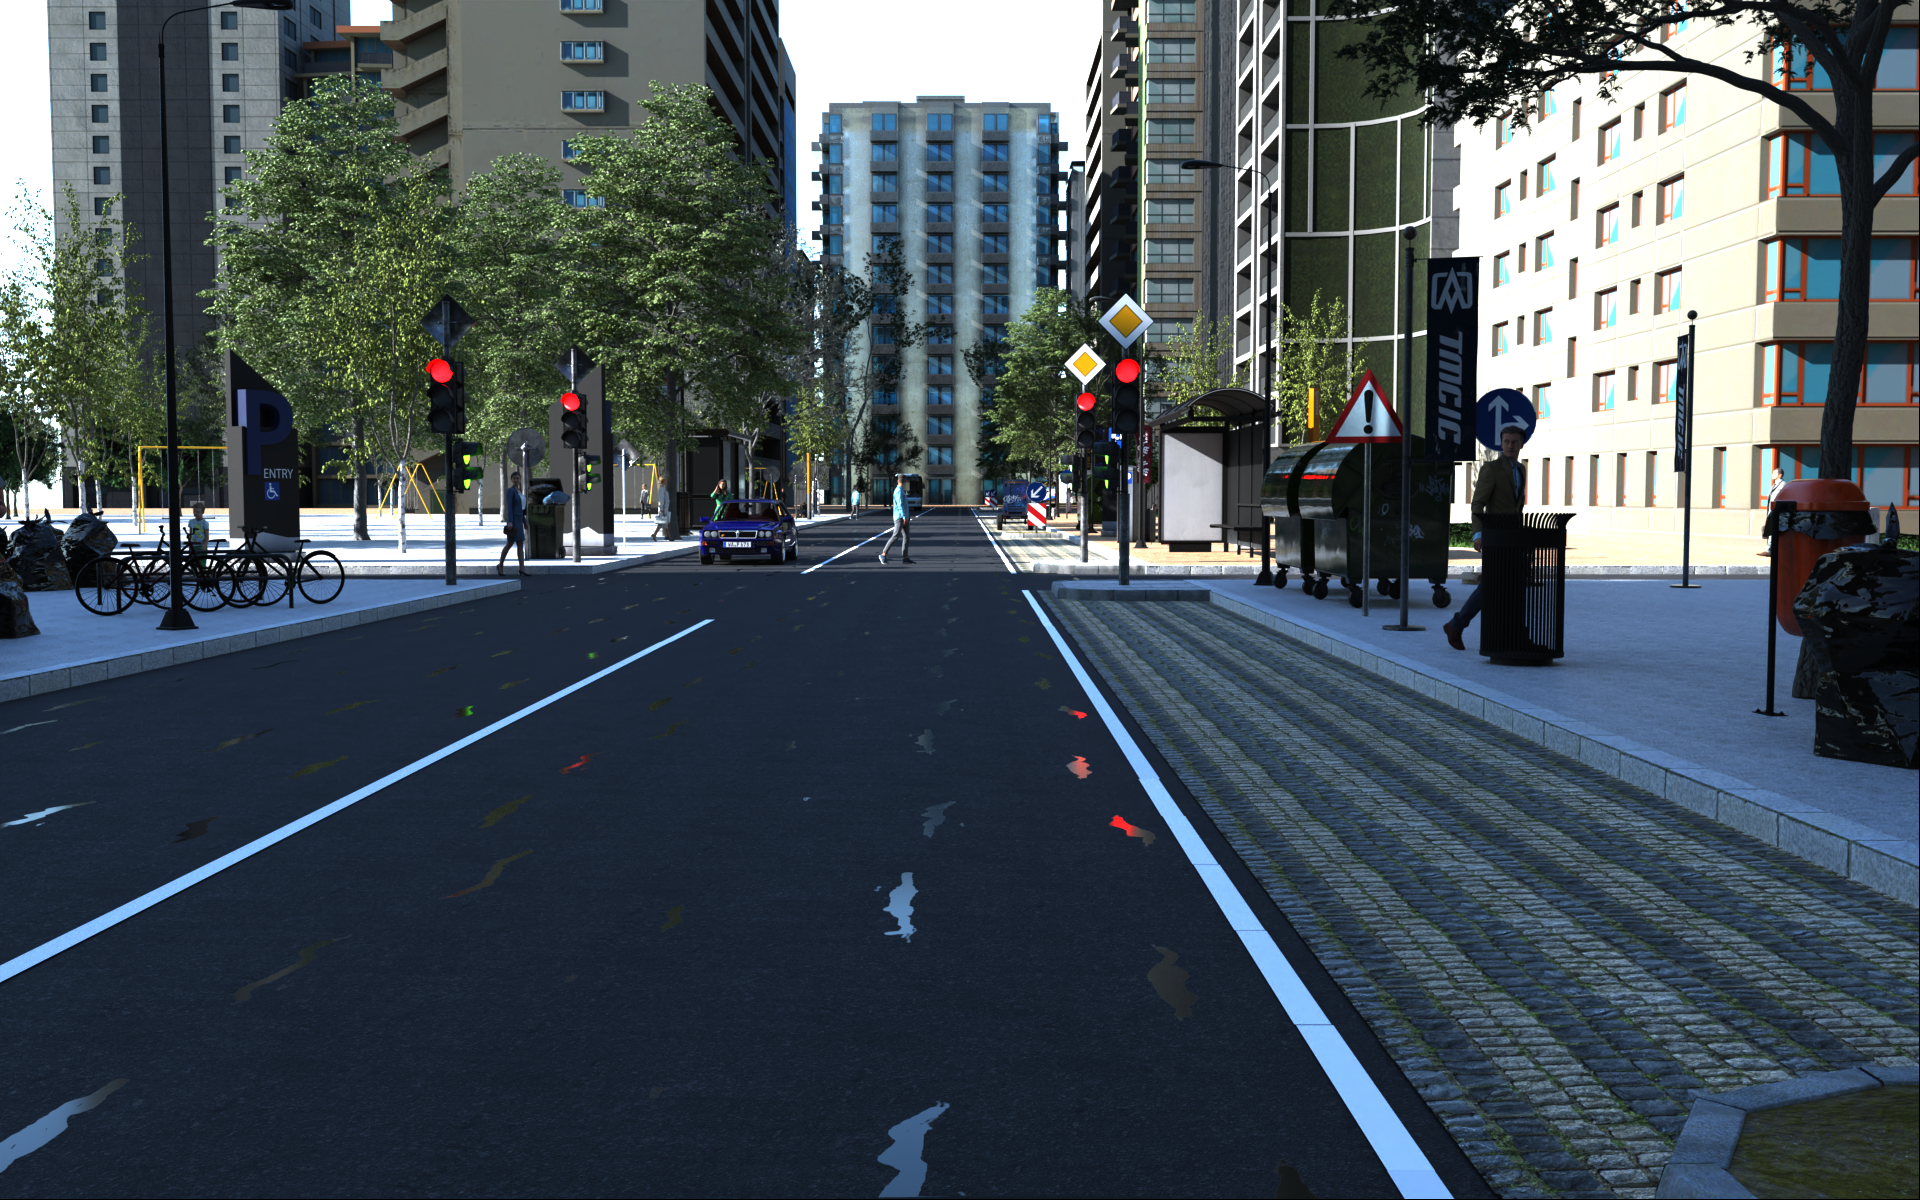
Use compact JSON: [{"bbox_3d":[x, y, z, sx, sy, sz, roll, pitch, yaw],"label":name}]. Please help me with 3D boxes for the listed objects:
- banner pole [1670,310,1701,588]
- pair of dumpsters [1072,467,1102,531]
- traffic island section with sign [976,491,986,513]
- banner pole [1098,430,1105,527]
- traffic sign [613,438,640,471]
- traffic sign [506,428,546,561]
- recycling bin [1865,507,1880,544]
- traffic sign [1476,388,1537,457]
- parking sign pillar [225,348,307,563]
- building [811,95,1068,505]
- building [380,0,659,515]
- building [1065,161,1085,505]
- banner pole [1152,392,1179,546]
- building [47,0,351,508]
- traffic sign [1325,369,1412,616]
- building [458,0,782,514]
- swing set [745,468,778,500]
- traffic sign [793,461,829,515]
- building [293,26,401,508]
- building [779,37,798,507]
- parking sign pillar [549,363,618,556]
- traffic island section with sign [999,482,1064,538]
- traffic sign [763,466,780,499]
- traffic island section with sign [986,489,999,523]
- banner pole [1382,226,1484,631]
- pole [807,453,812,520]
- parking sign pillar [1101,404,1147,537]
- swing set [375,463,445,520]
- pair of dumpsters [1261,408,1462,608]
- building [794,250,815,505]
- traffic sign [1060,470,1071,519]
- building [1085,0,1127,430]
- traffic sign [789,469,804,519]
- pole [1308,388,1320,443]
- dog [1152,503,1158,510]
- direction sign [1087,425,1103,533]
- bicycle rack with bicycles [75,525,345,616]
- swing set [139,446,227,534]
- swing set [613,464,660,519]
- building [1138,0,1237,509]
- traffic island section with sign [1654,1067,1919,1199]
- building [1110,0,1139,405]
[{"bbox_3d":[9.994,-2.073,23.915,0.401,3.779,0.863,0,4,6],"label":"banner pole"},{"bbox_3d":[4.757,-3.484,59.458,1.574,2.255,4.437,0,3,0],"label":"pair of dumpsters"},{"bbox_3d":[2.471,-7.699,134.506,1.989,1.847,2.006,0,3,0],"label":"traffic island section with sign"},{"bbox_3d":[5.441,-4.733,67.401,0.401,3.779,0.863,3,5,42],"label":"banner pole"},{"bbox_3d":[-7.923,-2.512,40.812,0.795,2.593,0.064,0,4,6],"label":"traffic sign"},{"bbox_3d":[-8.330,-2.026,33.232,0.768,2.556,0.104,0,4,4],"label":"traffic sign"},{"bbox_3d":[16.840,-1.235,32.745,0.722,1.027,0.722,-2,4,-26],"label":"recycling bin"},{"bbox_3d":[6.544,-1.274,20.929,0.768,2.556,0.104,0,4,6],"label":"traffic sign"},{"bbox_3d":[-13.143,-2.704,32.679,1.447,3.967,1.447,2,4,27],"label":"parking sign pillar"},{"bbox_3d":[-2.395,-36.167,210.936,30.456,49.044,23.786,0,3,0],"label":"building"},{"bbox_3d":[-26.410,-30.209,117.617,21.300,48.544,21.600,0,3,0],"label":"building"},{"bbox_3d":[19.870,-31.940,205.816,14.086,41.232,14.154,0,3,0],"label":"building"},{"bbox_3d":[5.135,-3.204,42.410,0.863,3.779,0.401,-3,5,-45],"label":"banner pole"},{"bbox_3d":[-70.459,-44.375,163.788,20.611,71.187,20.563,0,3,0],"label":"building"},{"bbox_3d":[4.259,-1.108,18.120,0.884,2.594,0.081,1,4,9],"label":"traffic sign"},{"bbox_3d":[-26.195,-31.533,139.264,21.300,48.544,21.600,0,3,0],"label":"building"},{"bbox_3d":[-12.653,-6.437,102.863,3.119,2.851,2.862,-2,4,-32],"label":"swing set"},{"bbox_3d":[-9.157,-6.875,106.277,2.265,3.308,0.079,1,4,8],"label":"traffic sign"},{"bbox_3d":[-45.580,-31.153,163.983,28.867,44.769,22.147,0,3,0],"label":"building"},{"bbox_3d":[-23.568,-31.684,168.144,14.200,45.320,14.600,0,3,0],"label":"building"},{"bbox_3d":[-7.916,-2.921,36.224,1.447,3.967,1.447,1,4,21],"label":"parking sign pillar"},{"bbox_3d":[2.386,-2.960,57.028,1.989,1.847,2.006,0,3,0],"label":"traffic island section with sign"},{"bbox_3d":[-8.516,-4.785,78.344,0.768,2.556,0.104,0,4,5],"label":"traffic sign"},{"bbox_3d":[2.413,-4.646,84.584,1.989,1.847,2.006,0,3,0],"label":"traffic island section with sign"},{"bbox_3d":[4.424,-1.603,16.219,0.863,3.779,0.401,1,4,17],"label":"banner pole"},{"bbox_3d":[-7.543,-5.678,86.680,0.158,3.312,0.155,0,3,0],"label":"pole"},{"bbox_3d":[4.978,-3.904,52.295,1.447,3.967,1.447,2,4,27],"label":"parking sign pillar"},{"bbox_3d":[-27.497,-5.470,87.049,2.862,2.851,3.119,0,4,0],"label":"swing set"},{"bbox_3d":[4.881,-1.158,21.430,1.574,2.255,4.437,0,3,0],"label":"pair of dumpsters"},{"bbox_3d":[-24.727,-26.571,206.129,14.107,30.474,14.160,0,3,0],"label":"building"},{"bbox_3d":[5.571,-5.505,90.118,0.768,2.556,0.104,0,4,5],"label":"traffic sign"},{"bbox_3d":[23.214,-33.044,163.968,21.300,48.544,21.600,0,3,0],"label":"building"},{"bbox_3d":[-8.270,-5.340,87.409,0.768,2.556,0.104,0,4,3],"label":"traffic sign"},{"bbox_3d":[6.845,-2.428,33.549,0.158,3.312,0.155,0,3,0],"label":"pole"},{"bbox_3d":[9.491,-4.430,86.807,0.800,0.831,0.513,1,4,23],"label":"dog"},{"bbox_3d":[4.332,-3.953,56.629,0.876,3.537,0.379,-3,4,-37],"label":"direction sign"},{"bbox_3d":[-8.529,-0.387,19.704,2.925,0.926,2.852,-2,4,-31],"label":"bicycle rack with bicycles"},{"bbox_3d":[-25.577,-3.637,57.085,3.119,2.851,2.862,-1,4,-22],"label":"swing set"},{"bbox_3d":[-17.537,-5.715,91.057,3.119,2.851,2.862,0,4,5],"label":"swing set"},{"bbox_3d":[18.886,-26.535,117.439,14.154,41.232,14.086,0,3,0],"label":"building"},{"bbox_3d":[2.319,0.355,2.832,1.989,1.847,2.006,0,3,0],"label":"traffic island section with sign"},{"bbox_3d":[23.564,-29.616,138.851,22.147,44.769,28.867,0,3,0],"label":"building"}]
